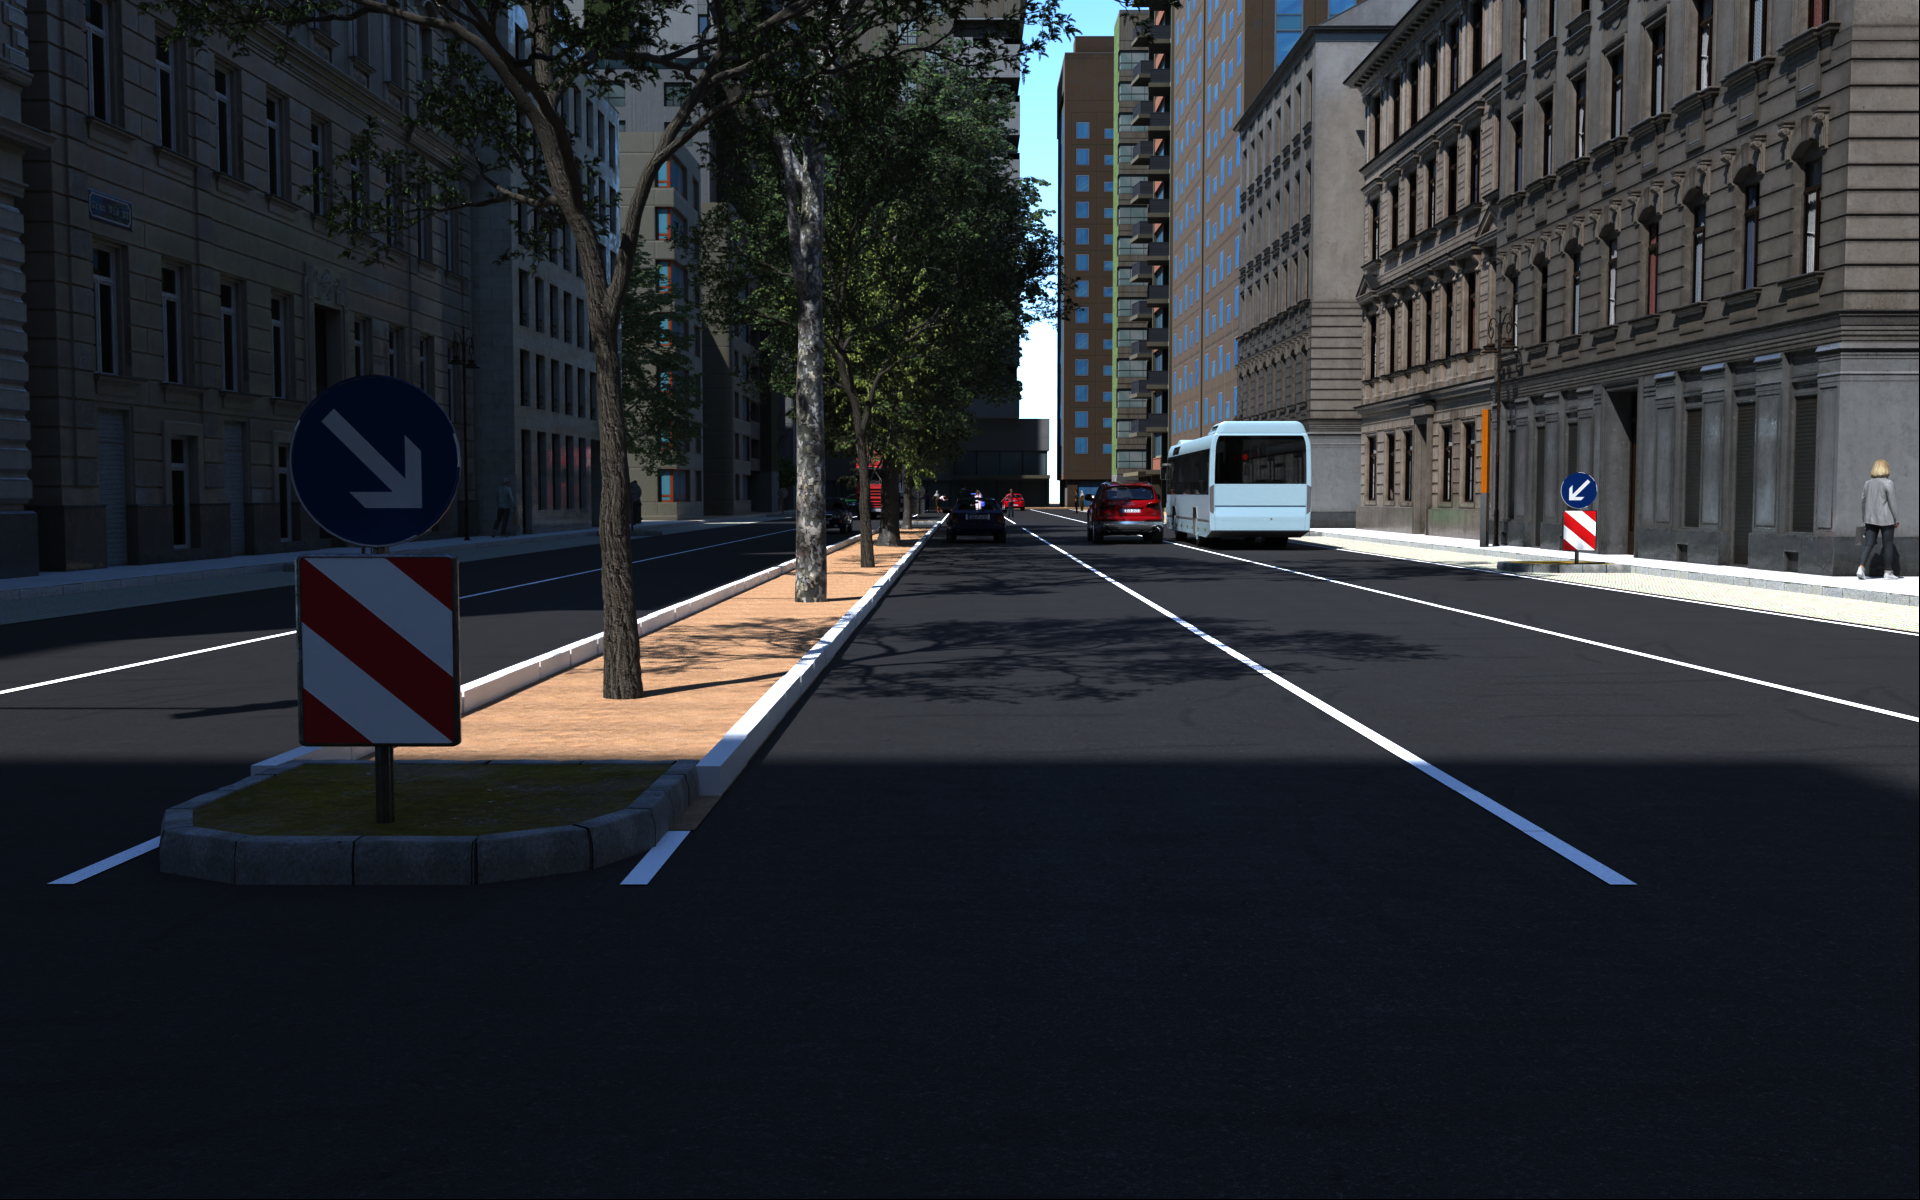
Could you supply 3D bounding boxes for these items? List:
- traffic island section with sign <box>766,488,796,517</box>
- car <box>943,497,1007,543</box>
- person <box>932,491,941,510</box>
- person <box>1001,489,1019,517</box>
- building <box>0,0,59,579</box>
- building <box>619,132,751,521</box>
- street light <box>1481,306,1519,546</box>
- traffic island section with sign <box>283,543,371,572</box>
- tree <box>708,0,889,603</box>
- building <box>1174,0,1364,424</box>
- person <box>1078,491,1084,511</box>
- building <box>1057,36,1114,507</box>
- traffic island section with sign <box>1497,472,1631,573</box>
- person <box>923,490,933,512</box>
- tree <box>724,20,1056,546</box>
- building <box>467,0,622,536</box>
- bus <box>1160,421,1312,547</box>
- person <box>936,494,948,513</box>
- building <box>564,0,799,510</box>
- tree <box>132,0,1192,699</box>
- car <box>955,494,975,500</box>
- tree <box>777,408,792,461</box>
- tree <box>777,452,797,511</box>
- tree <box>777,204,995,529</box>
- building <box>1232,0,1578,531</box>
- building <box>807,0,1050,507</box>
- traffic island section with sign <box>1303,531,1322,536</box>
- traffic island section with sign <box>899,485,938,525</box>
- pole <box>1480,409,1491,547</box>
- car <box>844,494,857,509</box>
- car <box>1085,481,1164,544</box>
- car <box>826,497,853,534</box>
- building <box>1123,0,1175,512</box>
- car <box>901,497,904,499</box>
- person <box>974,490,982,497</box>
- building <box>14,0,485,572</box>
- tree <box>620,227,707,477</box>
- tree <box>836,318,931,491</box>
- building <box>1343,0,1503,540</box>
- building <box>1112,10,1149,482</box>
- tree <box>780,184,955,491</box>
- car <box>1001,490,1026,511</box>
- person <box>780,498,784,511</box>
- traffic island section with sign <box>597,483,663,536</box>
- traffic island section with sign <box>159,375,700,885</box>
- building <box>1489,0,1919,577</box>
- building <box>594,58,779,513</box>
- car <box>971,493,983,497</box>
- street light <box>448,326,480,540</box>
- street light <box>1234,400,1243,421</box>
[{"bbox_3d":[-11.158,-6.164,109.416,1.989,1.847,2.006,0,4,0],"label":"traffic island section with sign"},{"bbox_3d":[0.466,-2.418,52.116,1.945,1.354,3.894,0,4,-1],"label":"car"},{"bbox_3d":[-1.946,-8.737,152.083,1.217,1.736,0.721,-3,4,-36],"label":"person"},{"bbox_3d":[3.111,-5.971,106.838,1.217,1.743,0.721,-1,4,-18],"label":"person"},{"bbox_3d":[-19.251,-11.520,17.236,11.050,23.489,19.941,0,4,0],"label":"building"},{"bbox_3d":[-27.434,-15.437,97.438,27.650,21.520,28.899,0,4,0],"label":"building"},{"bbox_3d":[13.253,-4.273,42.652,0.468,5.910,1.993,0,4,0],"label":"street light"},{"bbox_3d":[-11.393,-1.468,32.622,1.989,1.847,2.006,0,4,0],"label":"traffic island section with sign"},{"bbox_3d":[-3.184,-10.081,23.172,12.611,20.169,13.585,0,3,0],"label":"tree"},{"bbox_3d":[20.922,-27.936,106.862,14.600,45.320,14.200,0,4,0],"label":"building"},{"bbox_3d":[10.358,-8.510,148.370,0.721,1.736,1.217,-1,4,-17],"label":"person"},{"bbox_3d":[17.130,-31.994,173.207,14.200,45.320,14.600,0,4,0],"label":"building"},{"bbox_3d":[11.119,-1.441,32.183,1.989,1.847,2.006,0,4,0],"label":"traffic island section with sign"},{"bbox_3d":[-2.610,-8.127,142.060,0.721,1.739,1.217,3,5,42],"label":"person"},{"bbox_3d":[-1.966,-8.445,47.185,9.857,13.997,8.962,0,3,0],"label":"tree"},{"bbox_3d":[-18.808,-12.617,61.033,10.420,20.320,16.860,0,4,0],"label":"building"},{"bbox_3d":[7.767,-3.390,50.282,2.948,3.499,13.247,0,4,2],"label":"bus"},{"bbox_3d":[-1.395,-7.360,132.019,0.799,1.438,0.628,-3,5,-40],"label":"person"},{"bbox_3d":[-27.648,-37.056,147.864,28.212,58.520,21.231,0,4,0],"label":"building"},{"bbox_3d":[-2.335,-4.605,12.159,8.767,10.594,7.601,0,4,0],"label":"tree"},{"bbox_3d":[0.597,-7.989,140.399,2.009,1.686,4.222,0,4,-1],"label":"car"},{"bbox_3d":[-14.633,-10.928,129.036,4.360,8.622,3.978,0,3,0],"label":"tree"},{"bbox_3d":[-14.146,-9.303,135.822,4.285,4.588,4.351,0,3,0],"label":"tree"},{"bbox_3d":[-2.621,-8.595,61.119,7.486,12.596,7.792,0,3,0],"label":"tree"},{"bbox_3d":[17.761,-13.711,73.324,9.793,20.994,18.267,0,4,0],"label":"building"},{"bbox_3d":[-4.966,-36.078,179.112,27.495,52.752,28.713,0,4,0],"label":"building"},{"bbox_3d":[11.208,-3.091,59.167,1.989,1.847,2.006,0,4,0],"label":"traffic island section with sign"},{"bbox_3d":[-2.012,-4.544,82.424,2.006,1.907,1.989,0,4,0],"label":"traffic island section with sign"},{"bbox_3d":[12.694,-2.936,41.839,0.158,3.312,0.155,0,3,0],"label":"pole"},{"bbox_3d":[-8.899,-8.274,147.077,2.131,1.459,4.920,0,4,2],"label":"car"},{"bbox_3d":[4.891,-2.627,51.621,2.281,1.827,5.304,0,4,1],"label":"car"},{"bbox_3d":[-4.909,-3.120,63.598,1.945,1.354,3.894,0,4,1],"label":"car"},{"bbox_3d":[24.269,-28.999,128.754,22.147,44.769,28.867,0,4,0],"label":"building"},{"bbox_3d":[-5.019,-8.536,152.146,1.945,1.354,3.894,0,4,-1],"label":"car"},{"bbox_3d":[1.261,-6.783,120.077,0.551,1.740,0.621,0,4,-3],"label":"person"},{"bbox_3d":[-20.362,-14.839,39.880,12.463,27.353,25.104,0,4,0],"label":"building"},{"bbox_3d":[-14.874,-9.550,74.265,7.486,12.596,7.792,0,3,0],"label":"tree"},{"bbox_3d":[-2.372,-6.263,55.227,4.360,8.622,3.978,0,3,0],"label":"tree"},{"bbox_3d":[19.212,-11.580,53.965,10.561,19.102,19.286,0,4,0],"label":"building"},{"bbox_3d":[20.158,-28.558,150.510,14.154,41.232,14.086,0,4,0],"label":"building"},{"bbox_3d":[-2.152,-5.330,39.965,4.737,8.622,4.395,0,3,0],"label":"tree"},{"bbox_3d":[4.644,-8.624,150.045,2.155,1.783,4.494,0,4,-1],"label":"car"},{"bbox_3d":[-13.650,-7.502,131.896,0.628,1.438,0.799,-1,4,-23],"label":"person"},{"bbox_3d":[-11.315,-3.116,59.577,1.989,1.847,2.006,0,4,0],"label":"traffic island section with sign"},{"bbox_3d":[-2.233,0.052,7.285,2.006,1.907,1.989,0,4,0],"label":"traffic island section with sign"},{"bbox_3d":[18.275,-11.377,35.169,9.793,20.994,18.267,0,4,0],"label":"building"},{"bbox_3d":[-20.233,-21.217,118.606,14.160,30.474,14.107,0,4,0],"label":"building"},{"bbox_3d":[1.417,-8.983,156.463,1.945,1.707,3.694,0,4,0],"label":"car"},{"bbox_3d":[-13.667,-4.591,47.845,0.468,5.910,1.993,0,4,0],"label":"street light"},{"bbox_3d":[13.267,-6.696,82.259,0.468,5.910,1.993,0,4,0],"label":"street light"}]
